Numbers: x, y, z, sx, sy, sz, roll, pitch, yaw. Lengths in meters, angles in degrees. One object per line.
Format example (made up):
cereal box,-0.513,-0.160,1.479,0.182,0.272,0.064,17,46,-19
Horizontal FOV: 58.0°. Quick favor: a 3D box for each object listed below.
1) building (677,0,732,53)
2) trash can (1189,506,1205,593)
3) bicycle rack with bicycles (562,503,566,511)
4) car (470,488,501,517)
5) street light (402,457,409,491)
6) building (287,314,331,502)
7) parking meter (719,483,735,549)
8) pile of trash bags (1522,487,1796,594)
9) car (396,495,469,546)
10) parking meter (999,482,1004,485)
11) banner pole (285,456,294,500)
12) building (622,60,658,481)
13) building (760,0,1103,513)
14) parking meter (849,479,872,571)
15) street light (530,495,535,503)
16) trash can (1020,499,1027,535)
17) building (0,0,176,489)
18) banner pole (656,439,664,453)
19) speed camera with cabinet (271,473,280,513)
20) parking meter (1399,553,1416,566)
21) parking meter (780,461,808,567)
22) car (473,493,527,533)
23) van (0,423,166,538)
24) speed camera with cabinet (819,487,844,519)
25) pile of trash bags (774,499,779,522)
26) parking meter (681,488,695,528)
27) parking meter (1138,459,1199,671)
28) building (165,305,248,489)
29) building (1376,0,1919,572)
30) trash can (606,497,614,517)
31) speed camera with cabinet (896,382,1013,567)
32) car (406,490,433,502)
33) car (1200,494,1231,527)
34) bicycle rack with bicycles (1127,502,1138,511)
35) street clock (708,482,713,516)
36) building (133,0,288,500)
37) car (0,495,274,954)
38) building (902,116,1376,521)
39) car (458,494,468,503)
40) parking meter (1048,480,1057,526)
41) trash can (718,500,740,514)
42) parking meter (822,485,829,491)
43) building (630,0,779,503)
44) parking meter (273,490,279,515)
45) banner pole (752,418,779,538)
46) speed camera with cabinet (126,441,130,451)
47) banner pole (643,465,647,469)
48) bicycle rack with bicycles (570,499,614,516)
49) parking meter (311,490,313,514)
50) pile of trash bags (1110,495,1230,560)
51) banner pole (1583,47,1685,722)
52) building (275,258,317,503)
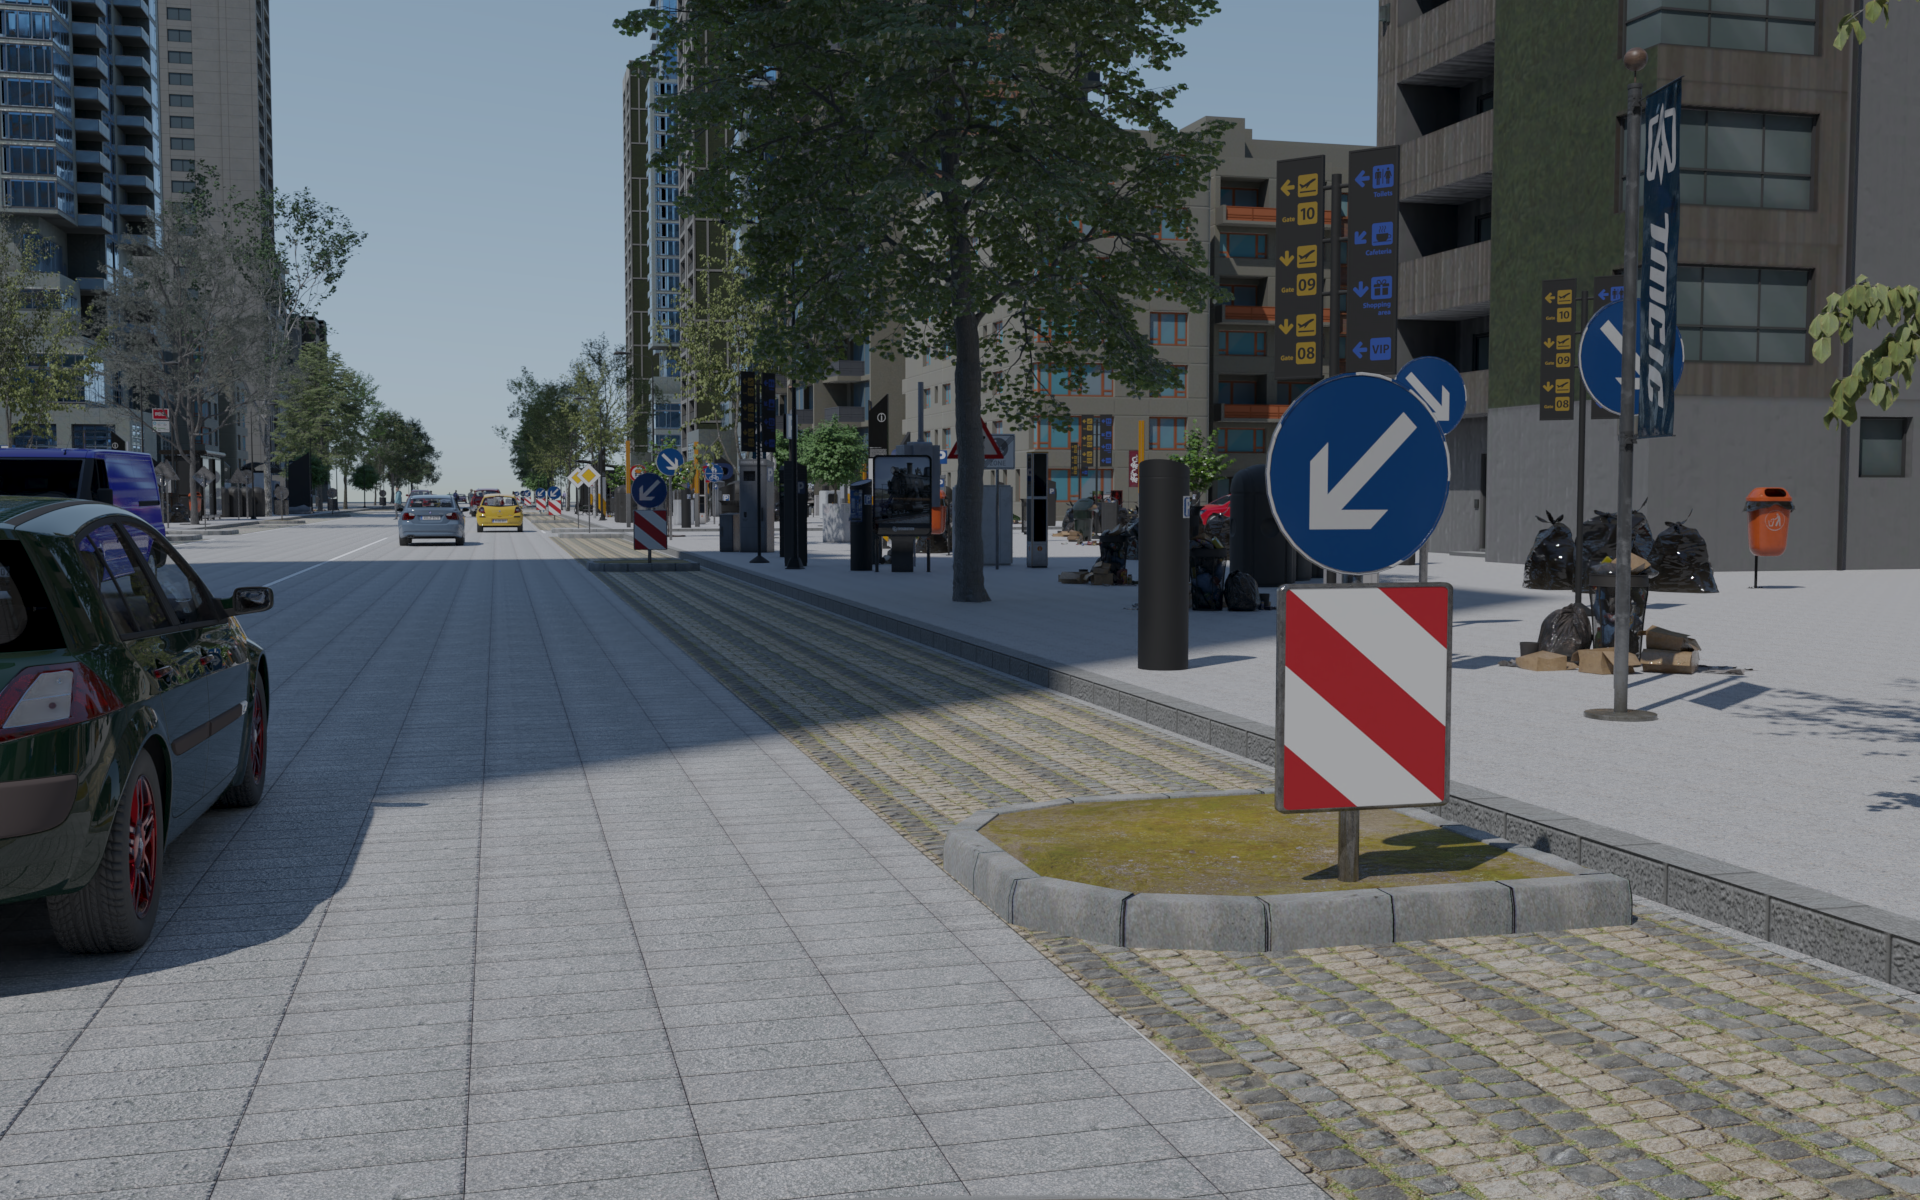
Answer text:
building,-22.115,-46.119,192.292,20.563,71.187,20.611,-1,4,-15
trash can,2.618,-0.584,21.207,0.748,1.137,0.748,0,3,0
bicycle rack with bicycles,-29.614,-7.373,133.933,2.852,0.926,2.925,-1,4,-20
car,-30.210,-6.250,110.862,2.281,1.827,5.304,-1,4,-14
street light,-69.584,-14.873,215.713,1.470,5.913,1.316,-1,4,-15
building,-108.211,-30.773,274.841,14.160,30.474,14.107,-1,4,-15
parking meter,-5.444,-1.963,40.502,0.372,1.533,0.369,0,3,0
pile of trash bags,9.444,-0.820,23.159,3.447,1.369,1.912,0,4,-5
car,-15.001,-2.279,49.271,2.014,1.417,4.499,-1,4,-15
parking meter,1.770,-4.288,75.815,0.399,1.863,0.255,0,4,-5
banner pole,-44.145,-7.592,114.149,0.863,3.779,0.401,-1,4,-16
building,-46.640,-51.901,286.830,20.563,71.187,20.611,-1,4,-15
building,-2.610,-28.792,125.368,22.147,44.769,28.867,-1,4,-15
parking meter,-1.654,-1.259,29.003,0.372,1.533,0.369,0,3,0
street light,-44.815,-12.951,184.290,1.470,5.913,1.316,-1,4,-15
trash can,2.244,-2.635,54.735,0.748,1.137,0.748,0,3,0
building,-77.058,-50.585,139.738,22.319,86.520,31.000,-1,4,-15
banner pole,-13.557,-5.401,78.327,0.401,3.779,0.863,1,4,19
speed camera with cabinet,-46.580,-7.476,116.560,0.660,3.252,2.038,1,4,11
parking meter,7.987,-1.558,31.179,0.399,1.863,0.255,3,5,44
parking meter,-2.906,-1.529,30.704,0.255,1.863,0.399,3,4,38
car,-17.542,-3.413,66.031,2.015,1.641,3.980,-1,4,-15
van,-11.981,-1.125,22.781,2.240,2.365,5.245,-1,4,-14
speed camera with cabinet,-6.281,-5.801,89.175,2.038,3.252,0.660,-3,5,-43
pile of trash bags,-8.389,-4.300,80.064,1.912,1.369,3.447,-1,4,-23
parking meter,-10.343,-3.486,65.405,0.372,1.533,0.369,0,3,0
parking meter,1.493,-0.262,12.699,0.372,1.533,0.369,0,3,0
building,-86.982,-19.901,170.422,27.650,21.520,28.899,-1,4,-15
building,16.179,-16.146,35.685,14.160,30.474,14.107,-1,4,-15
trash can,-19.393,-5.192,96.547,0.748,1.137,0.748,0,3,0
speed camera with cabinet,-0.098,-2.243,31.009,2.038,3.252,0.660,-1,4,-18
car,-46.276,-8.552,148.502,2.281,1.827,5.304,-1,4,-13
car,10.648,-3.513,66.481,4.494,1.783,2.155,-1,4,-16
bicycle rack with bicycles,13.924,-7.740,139.937,2.852,0.926,2.925,2,4,28
street clock,-14.336,-5.861,100.392,0.471,2.002,0.358,1,4,11
building,-100.552,-48.498,231.195,20.563,71.187,20.611,-1,4,-15
car,-3.738,0.197,6.567,2.009,1.686,4.222,-1,4,-15
building,13.922,-15.486,98.238,28.899,21.520,27.650,-1,4,-15
car,-77.452,-15.885,268.758,2.155,1.783,4.494,-1,4,-14
parking meter,3.632,-3.864,68.888,0.399,1.863,0.255,-1,4,-12
trash can,-5.103,-1.689,39.266,0.748,1.137,0.748,0,3,0
parking meter,-8.075,-6.015,104.049,0.399,1.863,0.255,-3,5,-40
building,-38.409,-58.026,261.402,22.319,86.520,31.000,-1,4,-15
parking meter,-42.615,-6.089,107.969,0.372,1.533,0.369,0,3,0
banner pole,-5.645,-3.671,50.038,0.863,3.779,0.401,-2,4,-33
speed camera with cabinet,-31.651,-4.295,64.558,2.038,3.252,0.660,-3,5,-40
banner pole,-23.911,-8.670,131.766,0.401,3.779,0.863,1,4,13
bicycle rack with bicycles,-21.804,-5.564,104.360,2.925,0.926,2.852,0,3,0
parking meter,-42.539,-6.416,113.318,0.372,1.533,0.369,0,3,0
pile of trash bags,4.973,-1.489,34.102,3.447,1.369,1.912,-1,4,-21
banner pole,3.792,-1.197,9.596,0.401,3.779,0.863,0,4,0
building,-112.076,-34.326,253.111,32.217,40.220,23.993,-1,4,-15
